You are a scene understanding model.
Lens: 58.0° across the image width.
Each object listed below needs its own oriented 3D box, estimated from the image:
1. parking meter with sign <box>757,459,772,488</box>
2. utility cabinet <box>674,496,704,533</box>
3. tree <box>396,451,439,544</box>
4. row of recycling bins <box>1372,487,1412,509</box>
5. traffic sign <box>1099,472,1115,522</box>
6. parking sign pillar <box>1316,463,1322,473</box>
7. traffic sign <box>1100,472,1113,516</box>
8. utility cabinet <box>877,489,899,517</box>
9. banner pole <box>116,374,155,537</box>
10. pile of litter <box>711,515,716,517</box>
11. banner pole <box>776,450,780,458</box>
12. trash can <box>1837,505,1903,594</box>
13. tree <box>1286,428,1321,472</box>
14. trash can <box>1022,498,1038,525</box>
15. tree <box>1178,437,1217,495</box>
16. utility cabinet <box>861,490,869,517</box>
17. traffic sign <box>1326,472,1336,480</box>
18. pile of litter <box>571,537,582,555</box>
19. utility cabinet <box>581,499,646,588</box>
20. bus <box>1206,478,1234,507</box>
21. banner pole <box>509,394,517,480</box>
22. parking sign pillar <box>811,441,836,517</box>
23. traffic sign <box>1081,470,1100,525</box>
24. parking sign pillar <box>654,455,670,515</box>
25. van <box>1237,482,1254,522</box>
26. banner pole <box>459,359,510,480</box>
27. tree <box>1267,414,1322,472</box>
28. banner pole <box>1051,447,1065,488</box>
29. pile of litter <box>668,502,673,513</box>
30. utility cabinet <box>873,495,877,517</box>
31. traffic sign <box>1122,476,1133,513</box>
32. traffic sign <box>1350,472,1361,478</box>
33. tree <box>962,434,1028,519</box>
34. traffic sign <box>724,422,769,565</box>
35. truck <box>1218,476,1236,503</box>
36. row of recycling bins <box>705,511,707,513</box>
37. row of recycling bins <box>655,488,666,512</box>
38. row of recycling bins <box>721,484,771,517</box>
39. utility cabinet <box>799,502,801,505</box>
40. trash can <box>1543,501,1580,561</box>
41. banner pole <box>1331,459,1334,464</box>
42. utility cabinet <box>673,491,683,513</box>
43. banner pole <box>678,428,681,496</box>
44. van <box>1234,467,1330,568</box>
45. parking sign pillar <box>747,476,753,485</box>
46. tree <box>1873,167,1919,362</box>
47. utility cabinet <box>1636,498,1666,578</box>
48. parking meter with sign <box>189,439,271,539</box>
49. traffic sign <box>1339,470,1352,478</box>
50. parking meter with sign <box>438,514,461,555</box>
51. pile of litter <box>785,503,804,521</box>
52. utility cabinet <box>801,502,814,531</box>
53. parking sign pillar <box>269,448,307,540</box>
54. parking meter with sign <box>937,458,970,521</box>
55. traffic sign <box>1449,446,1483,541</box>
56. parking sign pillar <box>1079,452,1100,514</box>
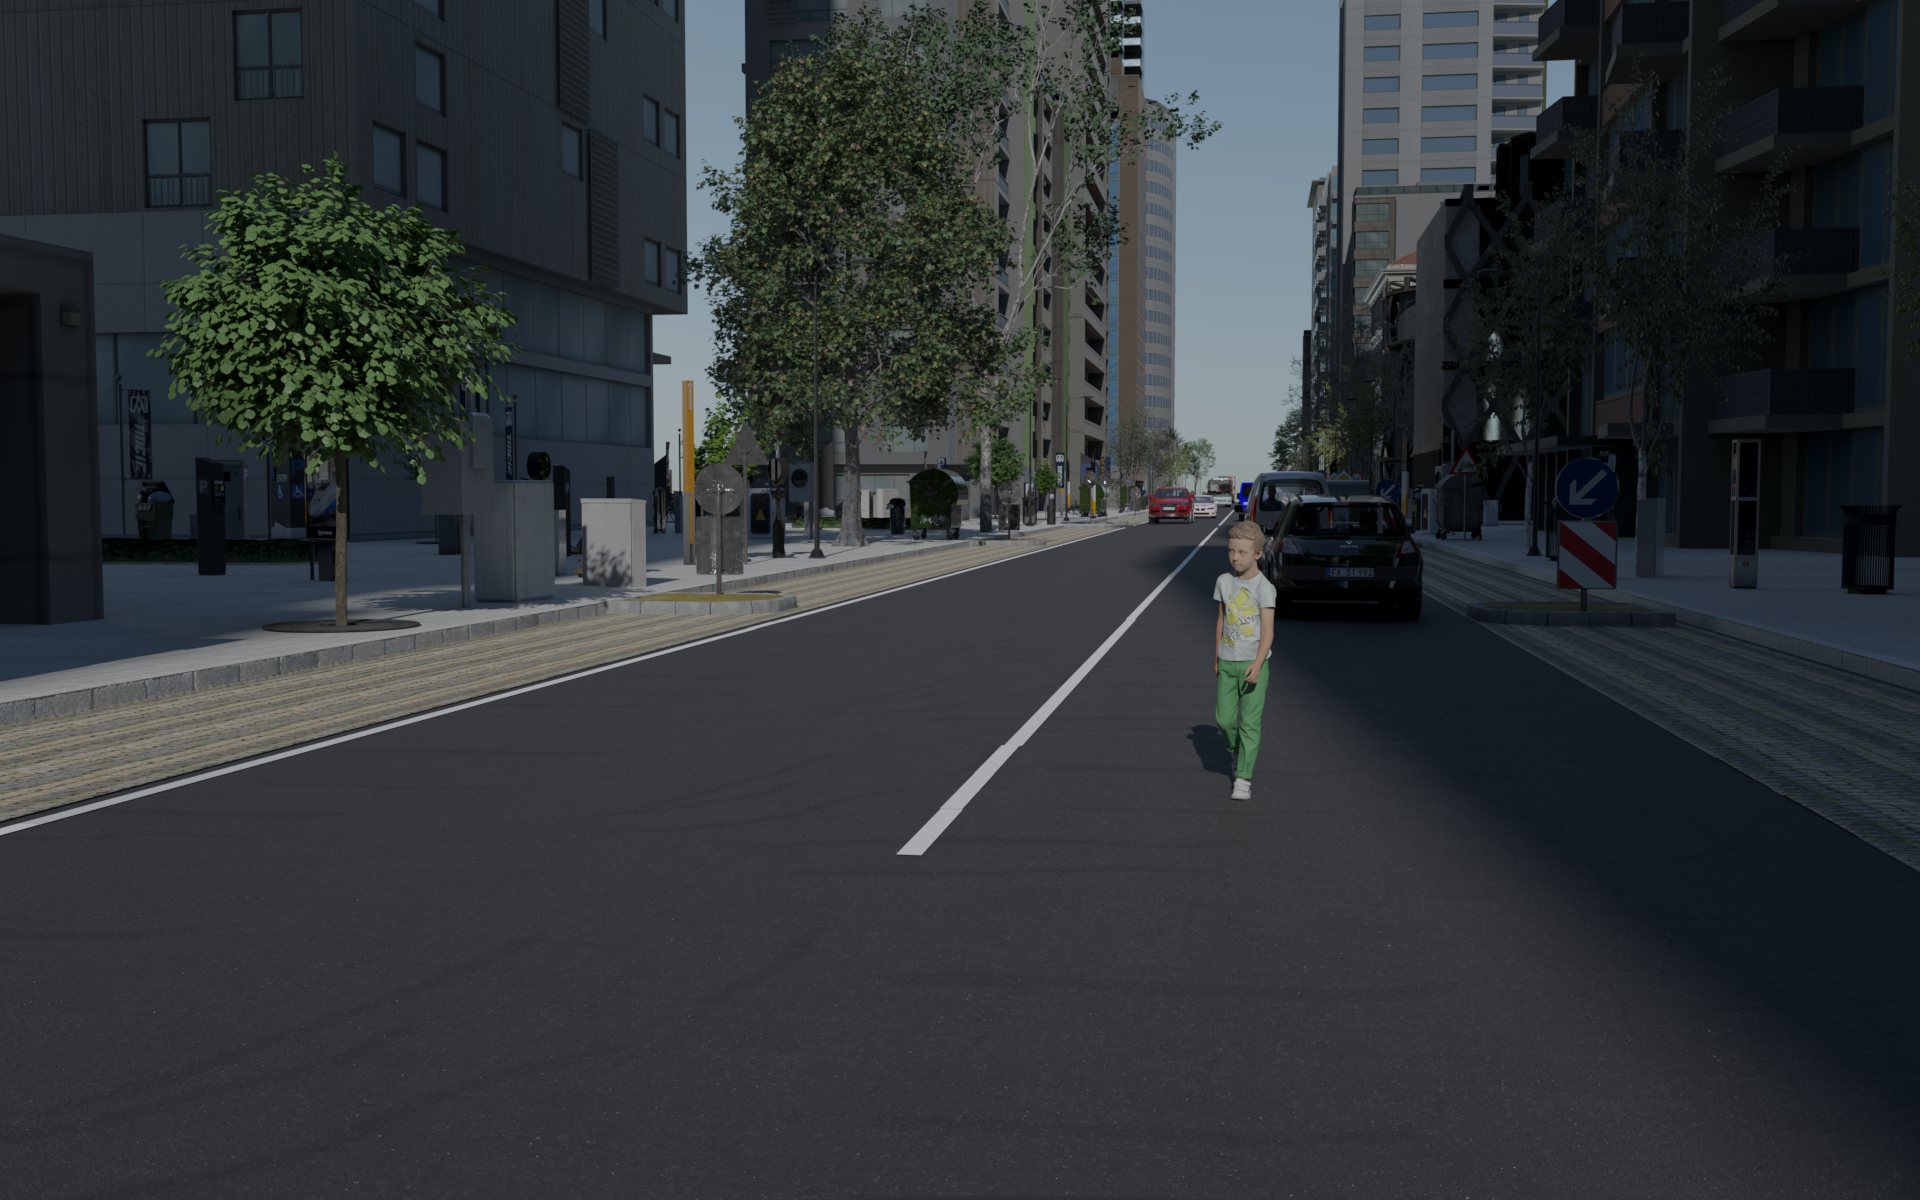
[{"bbox_3d":[-9.855,-5.558,87.134,0.543,3.016,1.738,-2,4,-31],"label":"parking meter with sign"},{"bbox_3d":[-8.986,-2.831,57.446,0.306,1.237,1.020,3,5,44],"label":"utility cabinet"},{"bbox_3d":[-13.398,-3.055,44.545,1.663,3.219,1.824,0,3,0],"label":"tree"},{"bbox_3d":[24.611,-5.709,100.459,3.534,1.692,1.069,-1,4,-13],"label":"row of recycling bins"},{"bbox_3d":[6.794,-4.696,80.424,0.795,2.450,0.064,1,4,9],"label":"traffic sign"},{"bbox_3d":[30.829,-9.812,148.903,1.447,3.967,1.447,1,4,11],"label":"parking sign pillar"},{"bbox_3d":[8.558,-6.204,101.535,0.768,2.556,0.104,1,4,12],"label":"traffic sign"},{"bbox_3d":[-2.955,-3.838,71.432,0.318,1.500,1.173,2,4,32],"label":"utility cabinet"},{"bbox_3d":[-17.422,-2.843,36.498,0.401,3.779,0.863,3,5,42],"label":"banner pole"},{"bbox_3d":[-12.188,-4.638,89.796,1.719,0.858,1.176,2,4,24],"label":"pile of litter"},{"bbox_3d":[-7.347,-4.889,69.946,0.401,3.779,0.863,-1,4,-15],"label":"banner pole"},{"bbox_3d":[11.707,-0.652,22.316,0.748,1.137,0.748,0,3,0],"label":"trash can"},{"bbox_3d":[37.430,-14.558,188.383,4.360,8.622,3.978,0,3,0],"label":"tree"},{"bbox_3d":[2.884,-3.657,71.443,0.748,1.137,0.748,0,3,0],"label":"trash can"},{"bbox_3d":[42.715,-23.679,312.906,9.928,11.665,9.643,0,3,0],"label":"tree"},{"bbox_3d":[-5.078,-4.698,85.486,1.173,1.500,0.318,-2,4,-32],"label":"utility cabinet"},{"bbox_3d":[16.994,-4.591,78.708,0.795,2.450,0.064,1,4,9],"label":"traffic sign"},{"bbox_3d":[-7.902,-1.400,36.850,1.176,0.858,1.719,-3,4,-38],"label":"pile of litter"},{"bbox_3d":[-4.816,-0.793,24.121,1.020,1.237,0.306,3,4,36],"label":"utility cabinet"},{"bbox_3d":[28.392,-11.896,189.353,2.948,3.499,13.247,1,4,9],"label":"bus"},{"bbox_3d":[-11.303,-3.284,43.707,0.401,3.779,0.863,-3,4,-37],"label":"banner pole"},{"bbox_3d":[-7.039,-6.092,88.070,1.447,3.967,1.447,0,4,8],"label":"parking sign pillar"},{"bbox_3d":[5.479,-4.214,72.548,0.795,2.450,0.064,1,4,9],"label":"traffic sign"},{"bbox_3d":[-20.205,-7.836,116.594,1.447,3.967,1.447,1,4,18],"label":"parking sign pillar"},{"bbox_3d":[15.674,-5.316,91.298,2.240,2.365,5.245,1,4,10],"label":"van"},{"bbox_3d":[-8.176,-2.408,29.384,0.401,3.779,0.863,2,4,31],"label":"banner pole"},{"bbox_3d":[45.273,-19.333,234.222,7.486,12.596,7.792,0,3,0],"label":"tree"},{"bbox_3d":[5.123,-6.211,91.559,0.863,3.779,0.401,0,4,-1],"label":"banner pole"},{"bbox_3d":[-19.100,-6.144,114.415,1.176,0.858,1.719,-3,4,-38],"label":"pile of litter"},{"bbox_3d":[-3.747,-4.321,81.807,0.306,1.237,1.020,-2,4,-28],"label":"utility cabinet"},{"bbox_3d":[11.613,-7.324,119.855,0.768,2.556,0.104,1,4,12],"label":"traffic sign"},{"bbox_3d":[22.499,-6.009,98.358,0.768,2.556,0.104,1,4,17],"label":"traffic sign"},{"bbox_3d":[1.788,-6.413,88.560,4.285,4.588,4.351,0,3,0],"label":"tree"},{"bbox_3d":[-3.883,-1.918,31.355,0.884,2.594,0.081,1,4,16],"label":"traffic sign"},{"bbox_3d":[42.085,-17.401,273.411,2.839,4.237,11.283,1,4,11],"label":"truck"},{"bbox_3d":[-15.310,-6.313,110.333,3.534,1.692,1.069,-3,5,-42],"label":"row of recycling bins"},{"bbox_3d":[-20.053,-6.266,109.564,1.069,1.692,3.534,3,5,41],"label":"row of recycling bins"},{"bbox_3d":[-8.675,-3.898,70.844,1.069,1.692,3.534,1,4,21],"label":"row of recycling bins"},{"bbox_3d":[-8.046,-4.927,91.714,1.020,1.237,0.306,2,4,30],"label":"utility cabinet"},{"bbox_3d":[11.539,-1.315,33.160,0.748,1.137,0.748,0,3,0],"label":"trash can"},{"bbox_3d":[26.470,-8.153,123.312,0.401,3.779,0.863,0,4,-1],"label":"banner pole"},{"bbox_3d":[-18.007,-6.238,110.674,0.318,1.500,1.173,0,4,6],"label":"utility cabinet"},{"bbox_3d":[-10.744,-4.670,66.377,0.401,3.779,0.863,-1,4,-12],"label":"banner pole"},{"bbox_3d":[6.329,-1.622,33.530,2.013,2.044,4.112,0,4,8],"label":"van"},{"bbox_3d":[-14.138,-8.072,120.441,1.447,3.967,1.447,-1,4,-22],"label":"parking sign pillar"},{"bbox_3d":[17.904,-4.828,29.307,4.737,8.622,4.395,0,3,0],"label":"tree"},{"bbox_3d":[10.765,-0.969,27.009,0.306,1.237,1.020,2,4,29],"label":"utility cabinet"},{"bbox_3d":[-16.355,-2.603,38.827,1.738,3.016,0.543,0,4,-5],"label":"parking meter with sign"},{"bbox_3d":[15.680,-4.109,70.831,0.795,2.450,0.064,1,4,9],"label":"traffic sign"},{"bbox_3d":[-10.925,-2.502,37.162,0.543,3.016,1.738,-1,4,-12],"label":"parking meter with sign"},{"bbox_3d":[-7.904,-4.233,83.175,1.176,0.858,1.719,1,4,18],"label":"pile of litter"},{"bbox_3d":[-5.150,-2.998,60.180,0.306,1.237,1.020,-1,4,-19],"label":"utility cabinet"},{"bbox_3d":[-16.548,-3.313,42.632,1.447,3.967,1.447,-3,5,-41],"label":"parking sign pillar"},{"bbox_3d":[-0.285,-5.329,83.397,0.543,3.016,1.738,3,5,44],"label":"parking meter with sign"},{"bbox_3d":[13.729,-2.877,47.035,0.884,2.594,0.081,1,4,18],"label":"traffic sign"},{"bbox_3d":[8.306,-7.454,110.338,1.447,3.967,1.447,1,4,9],"label":"parking sign pillar"}]
